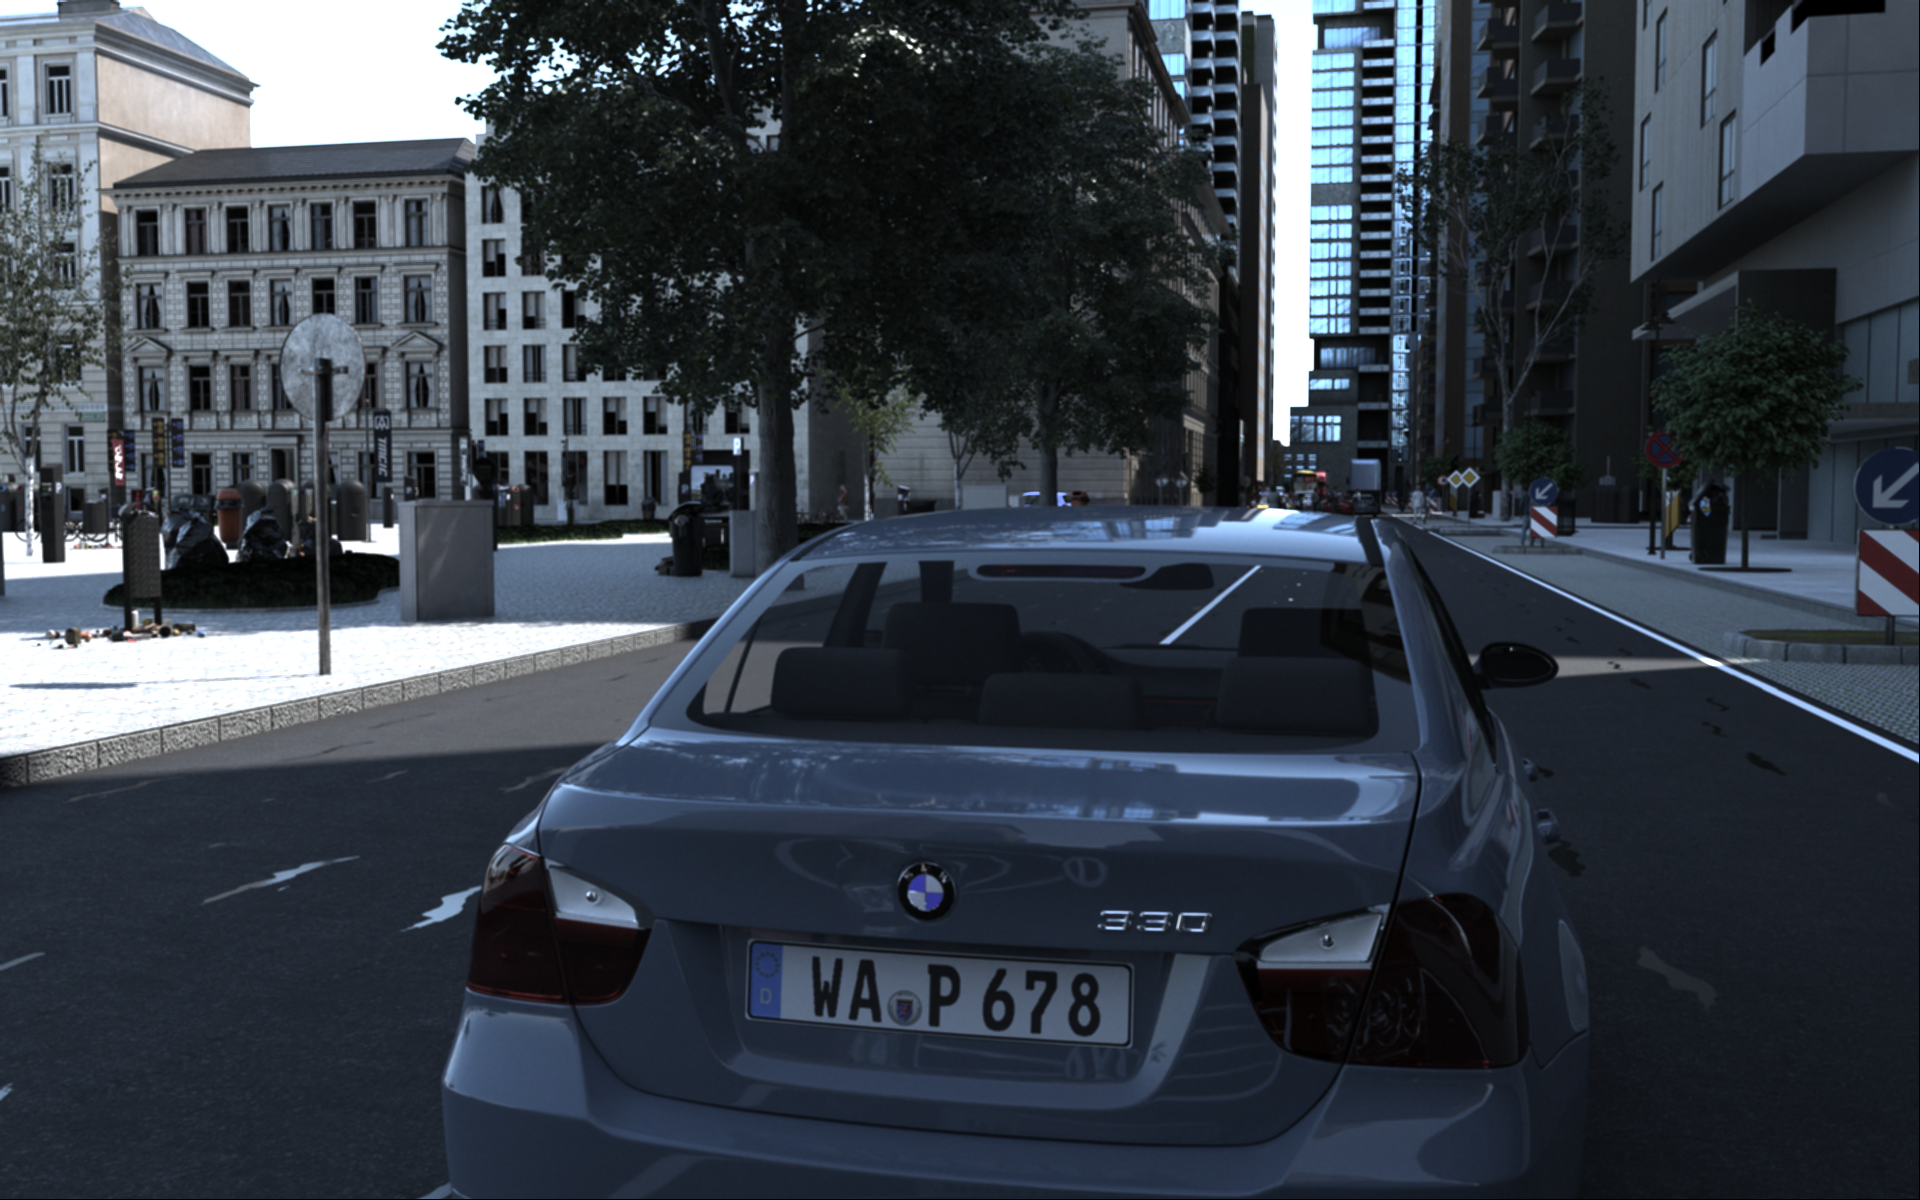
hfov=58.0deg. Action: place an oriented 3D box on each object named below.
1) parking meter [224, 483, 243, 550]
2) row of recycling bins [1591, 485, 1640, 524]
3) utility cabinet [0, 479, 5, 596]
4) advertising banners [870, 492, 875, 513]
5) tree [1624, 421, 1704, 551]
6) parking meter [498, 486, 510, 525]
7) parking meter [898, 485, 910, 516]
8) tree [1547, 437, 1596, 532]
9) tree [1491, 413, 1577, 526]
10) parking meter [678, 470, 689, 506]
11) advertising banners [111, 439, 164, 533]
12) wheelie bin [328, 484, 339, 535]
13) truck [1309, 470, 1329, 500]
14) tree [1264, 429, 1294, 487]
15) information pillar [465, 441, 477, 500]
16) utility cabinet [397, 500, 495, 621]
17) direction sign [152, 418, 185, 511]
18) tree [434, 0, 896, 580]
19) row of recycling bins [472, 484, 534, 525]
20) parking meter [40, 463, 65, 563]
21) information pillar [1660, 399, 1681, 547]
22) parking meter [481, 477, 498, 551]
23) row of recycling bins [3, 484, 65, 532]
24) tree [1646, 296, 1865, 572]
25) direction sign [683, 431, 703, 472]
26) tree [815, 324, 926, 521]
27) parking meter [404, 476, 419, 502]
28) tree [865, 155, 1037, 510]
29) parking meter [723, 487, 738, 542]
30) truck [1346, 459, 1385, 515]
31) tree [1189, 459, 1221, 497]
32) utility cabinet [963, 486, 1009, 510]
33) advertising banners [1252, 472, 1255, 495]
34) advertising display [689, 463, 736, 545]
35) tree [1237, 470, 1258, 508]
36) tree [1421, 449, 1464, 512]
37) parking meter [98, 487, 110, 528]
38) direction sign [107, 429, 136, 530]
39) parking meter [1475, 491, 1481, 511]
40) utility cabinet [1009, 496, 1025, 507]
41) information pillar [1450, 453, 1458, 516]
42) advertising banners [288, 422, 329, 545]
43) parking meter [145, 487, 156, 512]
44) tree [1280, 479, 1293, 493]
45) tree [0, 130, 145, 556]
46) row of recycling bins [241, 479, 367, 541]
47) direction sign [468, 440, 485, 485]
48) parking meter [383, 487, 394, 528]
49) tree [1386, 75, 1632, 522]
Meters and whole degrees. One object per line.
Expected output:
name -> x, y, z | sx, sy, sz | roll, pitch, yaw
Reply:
parking meter -> -16.737, -1.927, 39.913 | 0.372, 1.533, 0.369 | 0, 3, 0
row of recycling bins -> 28.846, -4.234, 76.337 | 1.069, 1.692, 3.534 | 0, 4, -4
utility cabinet -> -12.082, -0.747, 20.896 | 0.318, 1.500, 1.173 | 1, 4, 10
advertising banners -> -5.092, -7.264, 114.954 | 2.074, 3.025, 0.090 | -2, 4, -33
tree -> 16.367, -2.753, 39.613 | 1.663, 3.219, 1.824 | 0, 3, 0
parking meter -> -14.888, -2.947, 56.596 | 0.372, 1.533, 0.369 | 0, 3, 0
parking meter -> -1.646, -2.595, 50.832 | 0.372, 1.533, 0.369 | 0, 3, 0
tree -> 20.246, -3.891, 58.222 | 1.663, 3.219, 1.824 | 0, 3, 0
tree -> 23.280, -5.290, 70.204 | 4.285, 4.588, 4.351 | 0, 3, 0
parking meter -> -6.330, -2.113, 40.254 | 0.399, 1.863, 0.255 | 1, 4, 21
advertising banners -> -26.377, -3.631, 55.559 | 0.090, 3.025, 2.074 | 1, 4, 20
wheelie bin -> -19.727, -2.858, 54.636 | 0.980, 1.594, 0.693 | 1, 4, 10
truck -> 41.508, -13.012, 201.658 | 2.839, 4.237, 11.283 | 1, 4, 14
tree -> 35.992, -15.096, 197.175 | 4.360, 8.622, 3.978 | 0, 3, 0
information pillar -> -20.290, -4.920, 71.796 | 0.504, 3.616, 0.183 | -1, 4, -11
utility cabinet -> -5.310, -0.414, 17.923 | 0.306, 1.237, 1.020 | 2, 4, 33
direction sign -> -23.538, -3.642, 51.546 | 0.876, 3.537, 0.379 | -3, 5, -39
tree -> -2.348, -7.104, 22.812 | 9.857, 13.997, 8.962 | 0, 3, 0
row of recycling bins -> -18.292, -3.800, 69.251 | 1.069, 1.692, 3.534 | 1, 4, 20
parking meter -> -16.949, -1.629, 32.342 | 0.255, 1.863, 0.399 | 0, 4, 2
information pillar -> 16.842, -3.032, 40.920 | 0.183, 3.616, 0.504 | -1, 4, -18
parking meter -> -10.588, -2.033, 38.948 | 0.255, 1.863, 0.399 | 0, 4, 5
row of recycling bins -> -32.044, -3.173, 58.985 | 3.534, 1.692, 1.069 | 1, 4, 16
tree -> 13.242, -2.764, 28.910 | 4.285, 4.588, 4.351 | 0, 3, 0
direction sign -> -9.592, -4.299, 62.283 | 0.379, 3.537, 0.876 | 3, 5, 43
tree -> -3.318, -7.059, 65.774 | 4.737, 8.622, 4.395 | 0, 3, 0
parking meter -> -17.489, -3.030, 55.258 | 0.399, 1.863, 0.255 | 1, 4, 13
tree -> -0.069, -5.342, 37.708 | 4.360, 8.622, 3.978 | 0, 3, 0
parking meter -> -5.431, -1.994, 41.015 | 0.372, 1.533, 0.369 | 0, 3, 0
truck -> 29.803, -8.463, 128.122 | 2.967, 4.110, 18.799 | 1, 4, 14
tree -> 13.448, -6.123, 94.720 | 1.663, 3.219, 1.824 | 0, 3, 0
utility cabinet -> 0.675, -2.235, 45.223 | 1.173, 1.500, 0.318 | 1, 4, 15
advertising banners -> 22.987, -8.508, 135.291 | 0.090, 3.025, 2.074 | 0, 4, 3
advertising display -> -5.194, -1.905, 36.362 | 0.974, 1.923, 0.123 | 0, 4, -2
tree -> 22.893, -8.743, 137.554 | 1.663, 3.219, 1.824 | 0, 3, 0
tree -> 35.253, -8.721, 126.304 | 4.285, 4.588, 4.351 | 0, 3, 0
parking meter -> -32.421, -3.496, 65.574 | 0.372, 1.533, 0.369 | 0, 3, 0
direction sign -> -29.332, -4.198, 60.641 | 0.876, 3.537, 0.379 | -1, 4, -16
parking meter -> 38.816, -7.425, 129.808 | 0.372, 1.533, 0.369 | 0, 3, 0
utility cabinet -> 2.067, -3.315, 65.359 | 0.306, 1.237, 1.020 | -2, 4, -29
information pillar -> 28.290, -6.592, 99.136 | 0.504, 3.616, 0.183 | -2, 4, -25
advertising banners -> -15.867, -2.816, 42.232 | 2.074, 3.025, 0.090 | 3, 5, 43
parking meter -> -30.574, -3.488, 65.433 | 0.372, 1.533, 0.369 | 0, 3, 0
tree -> 41.631, -13.818, 220.528 | 1.663, 3.219, 1.824 | 0, 3, 0
tree -> -19.223, -5.223, 35.766 | 4.360, 8.622, 3.978 | 0, 3, 0
row of recycling bins -> -18.063, -2.473, 47.541 | 3.534, 1.692, 1.069 | 0, 4, -1
direction sign -> -20.272, -4.935, 72.690 | 0.876, 3.537, 0.379 | 2, 4, 29
parking meter -> -21.663, -3.498, 65.599 | 0.372, 1.533, 0.369 | 0, 3, 0
tree -> 26.319, -13.659, 79.221 | 12.611, 20.169, 13.585 | 0, 3, 0
